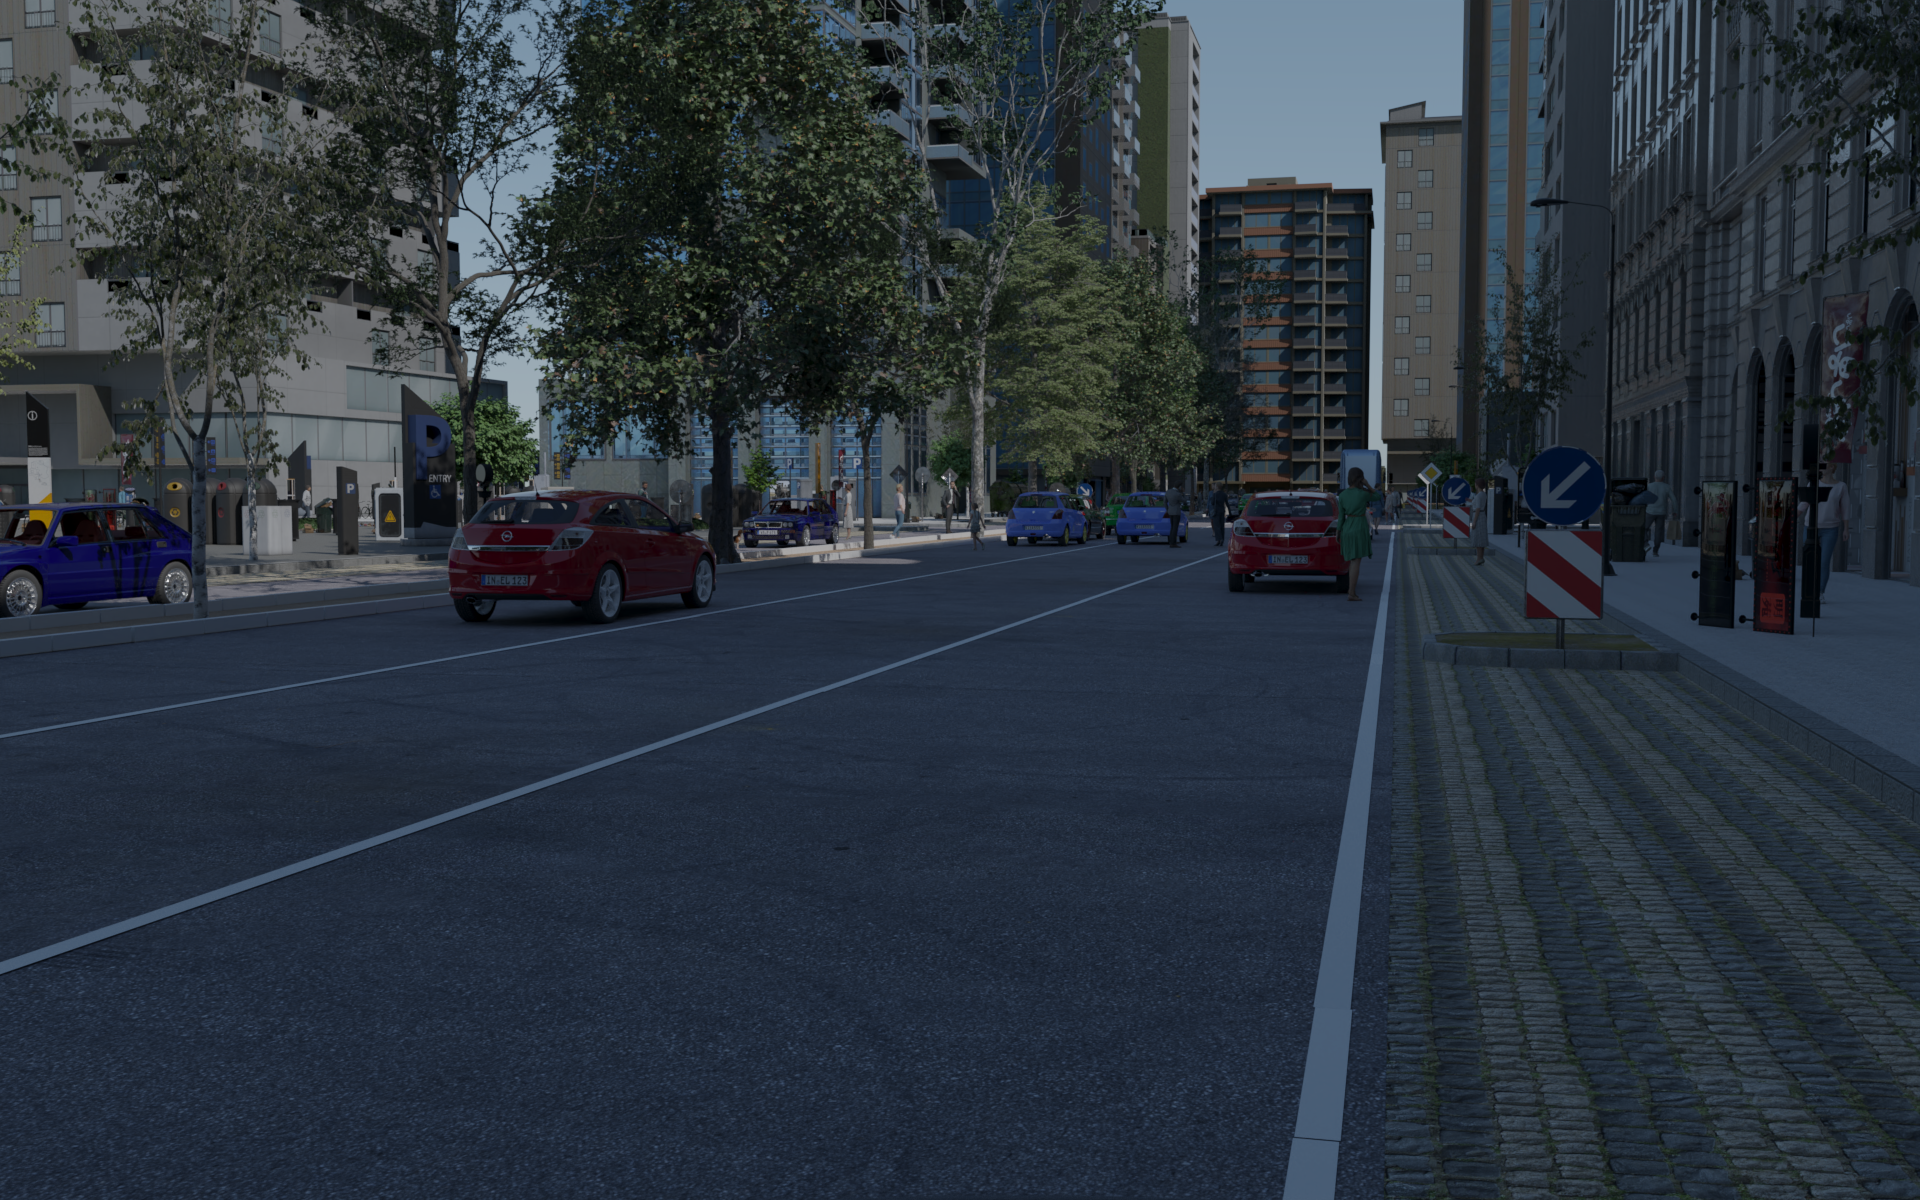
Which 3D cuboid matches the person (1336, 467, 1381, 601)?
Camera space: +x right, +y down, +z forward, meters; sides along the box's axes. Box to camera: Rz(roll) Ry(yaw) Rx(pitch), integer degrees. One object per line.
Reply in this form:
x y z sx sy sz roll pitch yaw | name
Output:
5.317 -0.894 23.357 0.600 1.795 0.529 2 4 34 | person

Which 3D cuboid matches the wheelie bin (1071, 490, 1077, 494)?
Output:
8.286 -7.129 124.471 0.980 1.594 0.693 2 4 24 | wheelie bin

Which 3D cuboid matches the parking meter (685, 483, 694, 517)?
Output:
-13.070 -4.769 83.683 0.399 1.863 0.255 1 4 12 | parking meter

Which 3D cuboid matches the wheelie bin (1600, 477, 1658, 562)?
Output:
13.051 -1.600 34.068 0.980 1.594 0.693 -2 4 -32 | wheelie bin

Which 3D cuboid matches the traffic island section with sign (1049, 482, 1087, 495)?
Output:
3.647 -3.607 67.112 2.006 1.907 1.989 1 4 14 | traffic island section with sign

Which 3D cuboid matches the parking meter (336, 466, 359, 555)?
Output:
-12.943 -1.891 36.633 0.255 1.863 0.399 3 4 38 | parking meter

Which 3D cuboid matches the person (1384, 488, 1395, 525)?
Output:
20.088 -4.389 81.013 0.466 1.731 0.760 3 5 41 | person

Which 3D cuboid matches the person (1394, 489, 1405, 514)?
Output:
31.150 -7.067 124.258 1.509 1.804 0.699 1 4 13 | person

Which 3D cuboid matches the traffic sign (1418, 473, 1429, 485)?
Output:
19.204 -4.215 71.098 0.795 2.593 0.064 1 4 14 | traffic sign

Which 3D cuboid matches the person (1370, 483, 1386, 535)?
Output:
14.685 -3.215 61.089 0.581 1.822 0.654 3 5 40 | person

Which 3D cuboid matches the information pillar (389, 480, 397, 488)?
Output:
-30.562 -5.440 93.441 0.304 2.012 0.304 3 5 41 | information pillar

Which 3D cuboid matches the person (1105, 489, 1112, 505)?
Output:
9.576 -6.277 111.712 0.593 1.750 0.643 -2 4 -32 | person

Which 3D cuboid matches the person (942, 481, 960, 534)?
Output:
-0.304 -3.302 61.845 0.474 1.900 0.648 3 4 37 | person

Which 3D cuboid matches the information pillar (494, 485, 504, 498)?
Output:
-17.904 -3.841 67.295 0.304 2.012 0.304 1 4 17 | information pillar

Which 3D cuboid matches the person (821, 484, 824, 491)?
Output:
-6.320 -4.443 79.432 0.760 1.731 0.466 0 4 -2 | person

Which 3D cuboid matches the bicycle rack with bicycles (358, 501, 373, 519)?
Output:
-30.567 -4.670 89.742 2.852 0.926 2.925 -3 4 -38 | bicycle rack with bicycles

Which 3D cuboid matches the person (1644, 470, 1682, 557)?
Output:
14.317 -1.763 35.356 0.782 1.767 0.515 1 4 15 | person

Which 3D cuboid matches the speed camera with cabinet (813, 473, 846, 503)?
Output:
-6.779 -5.679 87.191 2.038 3.252 0.660 1 4 14 | speed camera with cabinet

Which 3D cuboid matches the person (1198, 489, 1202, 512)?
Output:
18.808 -7.777 135.755 0.391 1.810 0.635 -1 4 -14 | person

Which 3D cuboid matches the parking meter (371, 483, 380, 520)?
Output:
-29.460 -4.993 87.348 0.399 1.863 0.255 -3 4 -38 | parking meter

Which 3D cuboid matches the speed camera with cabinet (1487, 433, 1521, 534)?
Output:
17.634 -3.761 55.835 0.660 3.252 2.038 2 4 35 | speed camera with cabinet

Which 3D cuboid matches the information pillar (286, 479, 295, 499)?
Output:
-32.531 -4.875 84.205 0.304 2.012 0.304 0 4 -2 | information pillar

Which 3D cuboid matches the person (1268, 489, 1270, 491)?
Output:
22.245 -7.104 124.757 0.694 1.812 0.767 -3 4 -37 | person

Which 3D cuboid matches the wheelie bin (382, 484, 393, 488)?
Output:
-17.050 -2.686 51.826 0.693 1.594 0.980 -1 4 -15 | wheelie bin

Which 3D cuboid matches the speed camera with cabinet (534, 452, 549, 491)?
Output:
-19.801 -5.415 82.866 0.660 3.252 2.038 0 4 5 | speed camera with cabinet

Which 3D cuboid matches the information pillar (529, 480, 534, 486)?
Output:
-21.738 -5.122 88.233 0.304 2.012 0.304 2 4 26 | information pillar

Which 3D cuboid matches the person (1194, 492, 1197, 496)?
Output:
26.707 -11.765 198.417 1.348 1.823 0.705 -1 4 -19 | person

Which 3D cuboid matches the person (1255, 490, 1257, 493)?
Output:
23.793 -8.012 139.692 0.583 1.804 0.606 0 4 -5 | person

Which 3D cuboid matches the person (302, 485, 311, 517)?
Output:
-29.910 -4.329 79.117 0.795 1.843 0.661 0 4 -5 | person

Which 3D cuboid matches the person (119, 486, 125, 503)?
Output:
-38.388 -4.322 79.506 0.444 1.785 0.601 2 4 27 | person

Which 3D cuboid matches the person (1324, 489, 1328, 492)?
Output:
26.472 -7.133 125.615 0.515 1.767 0.782 0 4 6 | person

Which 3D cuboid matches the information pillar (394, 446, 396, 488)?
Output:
-27.867 -5.757 85.489 0.183 3.616 0.504 -1 4 -18 | information pillar

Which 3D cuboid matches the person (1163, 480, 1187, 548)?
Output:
5.745 -2.297 46.233 0.473 1.802 0.592 -2 4 -27 | person

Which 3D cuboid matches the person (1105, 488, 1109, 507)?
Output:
12.433 -8.596 146.500 0.656 1.842 0.836 -1 4 -19 | person

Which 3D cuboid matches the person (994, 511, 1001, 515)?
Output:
2.287 -5.967 107.879 0.640 1.303 0.475 -3 4 -38 | person

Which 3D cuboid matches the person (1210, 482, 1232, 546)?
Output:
7.193 -2.376 47.769 0.576 1.772 0.534 -3 5 -45 | person

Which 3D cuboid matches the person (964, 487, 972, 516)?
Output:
0.595 -5.884 103.089 0.643 1.720 0.563 3 4 38 | person

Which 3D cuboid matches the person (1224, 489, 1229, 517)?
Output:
16.764 -6.130 109.272 0.519 1.759 0.362 3 5 42 | person

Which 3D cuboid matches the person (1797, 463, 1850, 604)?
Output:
10.083 -0.837 20.404 0.731 1.740 0.598 2 4 29 | person

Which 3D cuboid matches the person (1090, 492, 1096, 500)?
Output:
9.551 -7.307 125.870 0.716 1.782 0.532 2 4 29 | person

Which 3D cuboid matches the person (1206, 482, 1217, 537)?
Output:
8.564 -3.035 58.139 0.581 1.822 0.654 2 4 25 | person

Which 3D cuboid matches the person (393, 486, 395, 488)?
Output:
-25.198 -4.171 76.876 0.466 1.800 0.511 2 4 32 | person

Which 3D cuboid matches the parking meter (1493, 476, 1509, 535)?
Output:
17.030 -2.986 54.524 0.255 1.863 0.399 -3 4 -37 | parking meter

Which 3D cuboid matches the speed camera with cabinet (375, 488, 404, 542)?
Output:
-14.711 -3.200 46.660 2.038 3.252 0.660 1 4 9 | speed camera with cabinet

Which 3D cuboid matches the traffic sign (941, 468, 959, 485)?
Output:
-0.468 -4.519 76.074 0.795 2.593 0.064 1 4 14 | traffic sign

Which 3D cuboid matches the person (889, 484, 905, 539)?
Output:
-1.901 -2.661 52.683 0.598 1.740 0.731 -3 4 -39 | person

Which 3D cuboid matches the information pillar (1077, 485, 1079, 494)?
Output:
8.126 -7.830 119.375 0.183 3.616 0.504 0 4 -8 | information pillar

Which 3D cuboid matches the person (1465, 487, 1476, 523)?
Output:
22.962 -4.288 77.965 0.589 1.601 0.330 2 4 29 | person

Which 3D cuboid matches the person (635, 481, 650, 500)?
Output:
-12.002 -3.633 65.782 0.721 1.781 0.623 0 4 0 | person

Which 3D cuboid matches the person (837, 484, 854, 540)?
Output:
-3.573 -2.737 53.826 0.524 1.755 0.480 0 4 1 | person

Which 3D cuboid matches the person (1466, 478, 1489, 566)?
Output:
10.288 -1.560 34.574 0.524 1.755 0.480 2 4 33 | person

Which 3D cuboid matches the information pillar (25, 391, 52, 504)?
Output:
-20.936 -2.936 39.364 0.504 3.616 0.183 0 4 -4 | information pillar

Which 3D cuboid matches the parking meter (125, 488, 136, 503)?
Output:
-32.704 -3.662 68.292 0.372 1.533 0.369 0 3 0 | parking meter

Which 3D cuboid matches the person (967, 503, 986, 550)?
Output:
0.399 -1.861 43.945 0.382 1.210 0.505 3 5 40 | person

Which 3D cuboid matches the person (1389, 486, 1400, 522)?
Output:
22.077 -4.876 88.062 0.661 1.843 0.795 3 4 37 | person
